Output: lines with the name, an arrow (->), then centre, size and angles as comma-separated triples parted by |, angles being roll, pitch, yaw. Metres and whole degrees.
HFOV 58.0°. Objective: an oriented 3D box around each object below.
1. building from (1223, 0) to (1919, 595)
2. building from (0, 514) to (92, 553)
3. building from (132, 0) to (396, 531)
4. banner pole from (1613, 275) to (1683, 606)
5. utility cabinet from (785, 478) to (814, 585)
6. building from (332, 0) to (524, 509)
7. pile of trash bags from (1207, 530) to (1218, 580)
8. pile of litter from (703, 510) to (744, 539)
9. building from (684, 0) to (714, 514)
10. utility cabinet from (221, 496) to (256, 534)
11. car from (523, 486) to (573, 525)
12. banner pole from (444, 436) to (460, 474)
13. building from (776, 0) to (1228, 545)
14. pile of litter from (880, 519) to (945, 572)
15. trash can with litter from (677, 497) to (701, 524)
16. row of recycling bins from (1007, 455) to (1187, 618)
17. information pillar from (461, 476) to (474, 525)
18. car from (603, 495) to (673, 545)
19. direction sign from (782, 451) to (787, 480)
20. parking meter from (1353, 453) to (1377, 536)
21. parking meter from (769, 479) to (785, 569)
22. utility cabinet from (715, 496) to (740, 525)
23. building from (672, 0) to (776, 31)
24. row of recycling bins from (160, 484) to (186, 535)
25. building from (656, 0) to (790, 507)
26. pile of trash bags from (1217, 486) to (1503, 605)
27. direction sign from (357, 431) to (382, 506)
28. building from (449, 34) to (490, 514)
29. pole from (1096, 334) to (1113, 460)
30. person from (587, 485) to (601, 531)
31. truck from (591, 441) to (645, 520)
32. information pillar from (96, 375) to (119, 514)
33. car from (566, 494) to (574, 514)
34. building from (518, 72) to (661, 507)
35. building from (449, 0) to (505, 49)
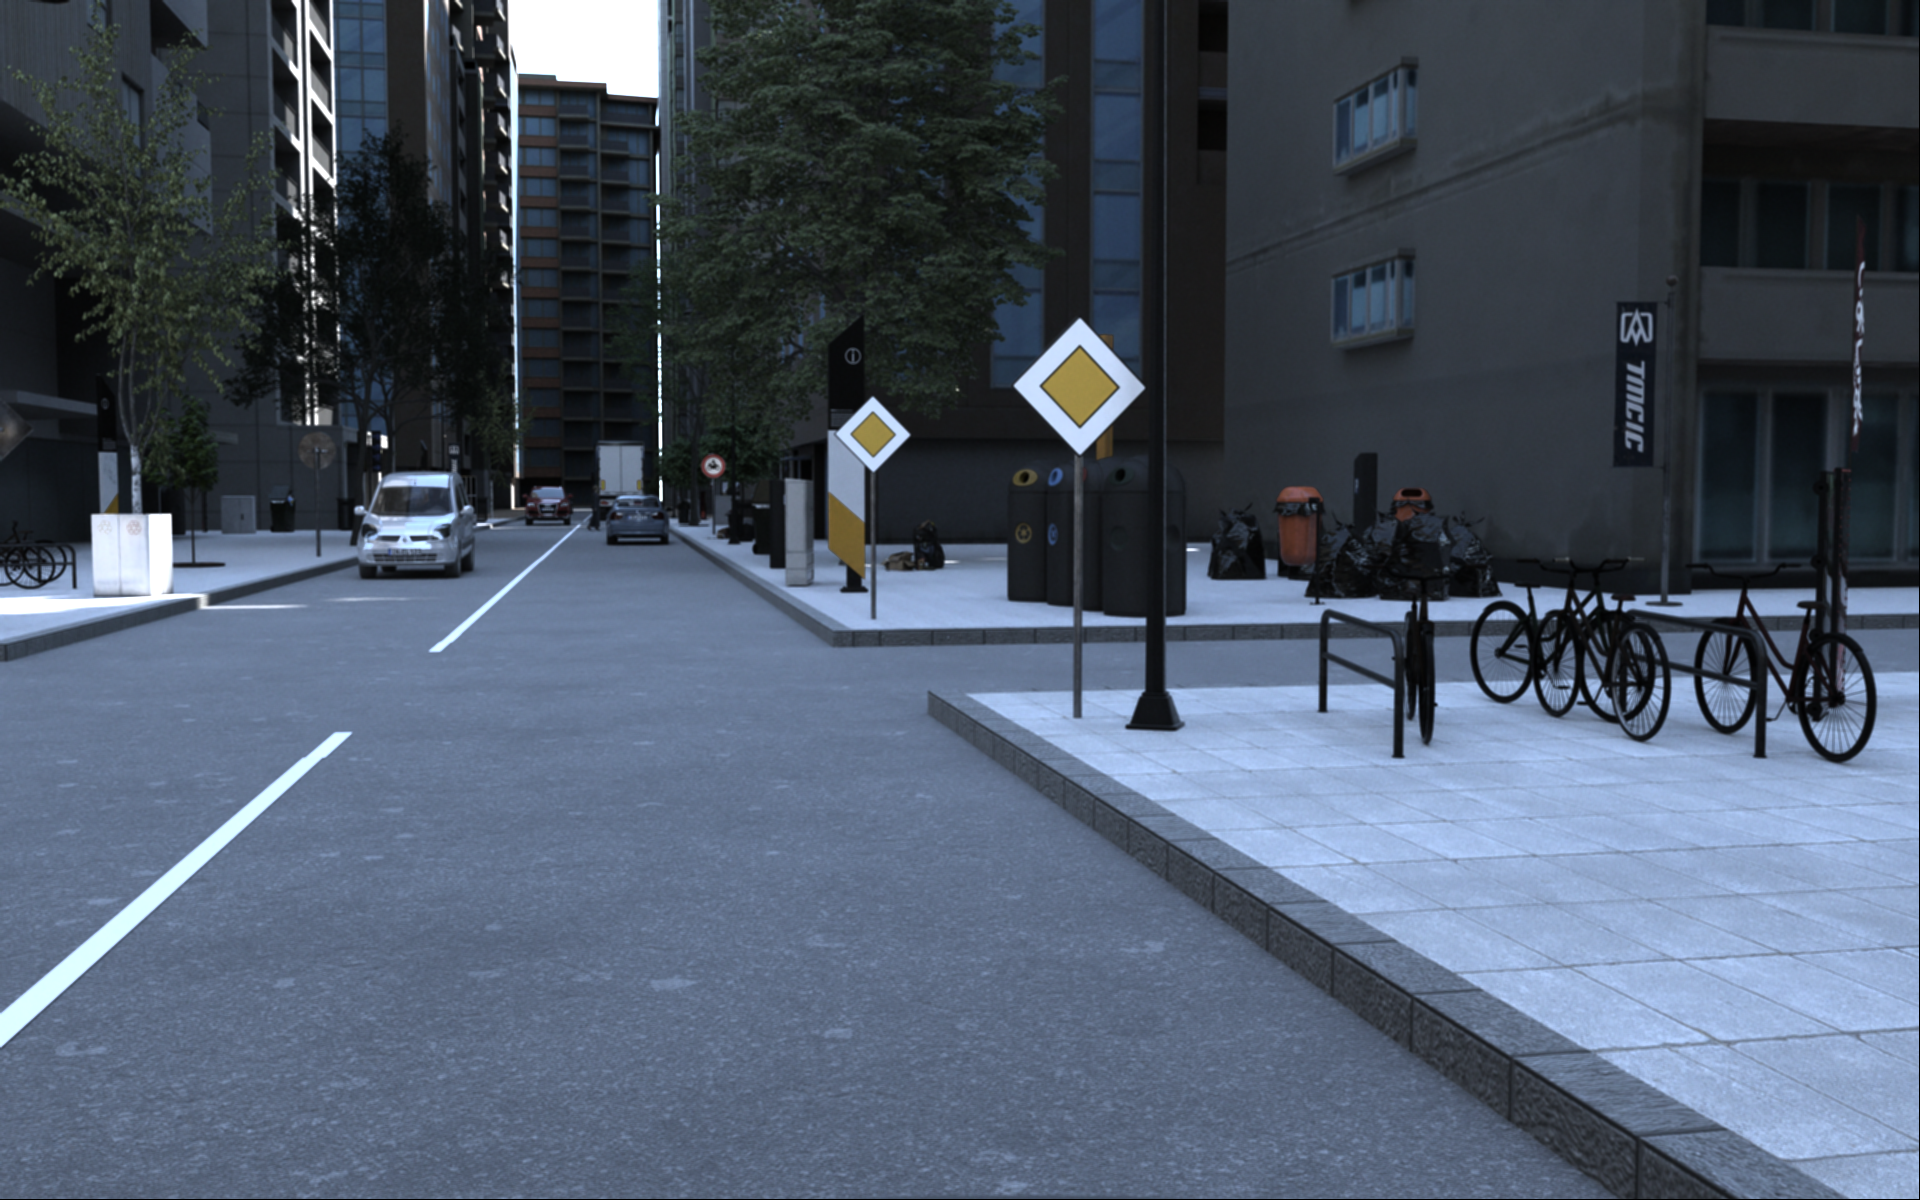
building -> 16.707, -25.028, 32.916 | 21.600, 48.544, 21.300 | -1, 4, -11
building -> -32.401, -27.283, 35.315 | 28.713, 52.752, 27.495 | -1, 4, -11
building -> -33.962, -38.499, 67.714 | 20.563, 71.187, 20.611 | -1, 4, -11
banner pole -> 7.895, -1.826, 19.875 | 0.863, 3.779, 0.401 | 0, 4, 0
utility cabinet -> -2.253, -0.967, 24.484 | 0.318, 1.500, 1.173 | 0, 3, 0
building -> -46.333, -30.719, 152.361 | 14.200, 45.320, 14.600 | -1, 4, -11
pile of trash bags -> 5.406, -1.011, 26.279 | 3.447, 1.369, 1.912 | 1, 4, 18
pile of litter -> -6.502, -2.196, 49.871 | 1.719, 0.858, 1.176 | 1, 4, 9
building -> -8.899, -35.516, 122.686 | 21.231, 58.520, 28.212 | -1, 4, -11
utility cabinet -> -23.245, -2.729, 55.788 | 1.020, 1.237, 0.306 | 0, 4, 3
car -> -19.286, -4.429, 81.079 | 2.281, 1.827, 5.304 | -1, 4, -13
banner pole -> -21.834, -5.153, 74.270 | 0.863, 3.779, 0.401 | -1, 4, -17
building -> 2.171, -24.473, 50.237 | 14.600, 45.320, 14.200 | -1, 4, -11
pile of litter -> -0.842, -0.952, 29.531 | 1.176, 0.858, 1.719 | 2, 4, 28
trash can with litter -> -11.734, -3.894, 75.052 | 1.055, 1.170, 0.624 | 1, 4, 13
row of recycling bins -> 1.519, -0.766, 19.638 | 1.069, 1.692, 3.534 | -1, 4, -21
information pillar -> -20.136, -4.042, 70.572 | 0.304, 2.012, 0.304 | 1, 4, 18
car -> -9.352, -2.344, 50.333 | 2.014, 1.417, 4.499 | -1, 4, -10
direction sign -> -6.436, -4.375, 63.521 | 0.379, 3.537, 0.876 | 0, 4, 3
parking meter -> 5.800, -1.168, 24.814 | 0.255, 1.863, 0.399 | 0, 4, -1
parking meter -> -3.103, -1.317, 29.939 | 0.372, 1.533, 0.369 | 0, 3, 0
utility cabinet -> -9.664, -3.720, 71.976 | 1.020, 1.237, 0.306 | 1, 4, 12
building -> -16.554, -28.111, 143.217 | 14.154, 41.232, 14.086 | -1, 4, -11
row of recycling bins -> -26.023, -2.859, 53.852 | 3.534, 1.692, 1.069 | -1, 4, -22
building -> -21.976, -45.788, 186.878 | 20.611, 71.187, 20.563 | -1, 4, -11
pile of trash bags -> 5.049, -0.702, 21.228 | 3.447, 1.369, 1.912 | -3, 5, -42
direction sign -> -21.160, -4.288, 62.109 | 0.876, 3.537, 0.379 | 0, 4, 7
building -> -37.452, -20.603, 108.560 | 14.160, 30.474, 14.107 | -1, 4, -11
pole -> 1.858, -1.739, 22.274 | 0.158, 3.312, 0.155 | 0, 3, 0
person -> -14.317, -3.607, 67.898 | 0.576, 1.772, 0.534 | 3, 5, 44
truck -> -19.224, -6.632, 97.342 | 2.839, 4.237, 11.283 | -1, 4, -13
information pillar -> -16.851, -2.623, 34.241 | 0.183, 3.616, 0.504 | 0, 4, 8
car -> -28.463, -6.930, 123.085 | 2.009, 1.686, 4.222 | -1, 4, -9
building -> -46.243, -32.310, 182.884 | 28.867, 44.769, 22.147 | -1, 4, -11
building -> -45.563, -29.026, 129.205 | 22.147, 44.769, 28.867 | -1, 4, -11
